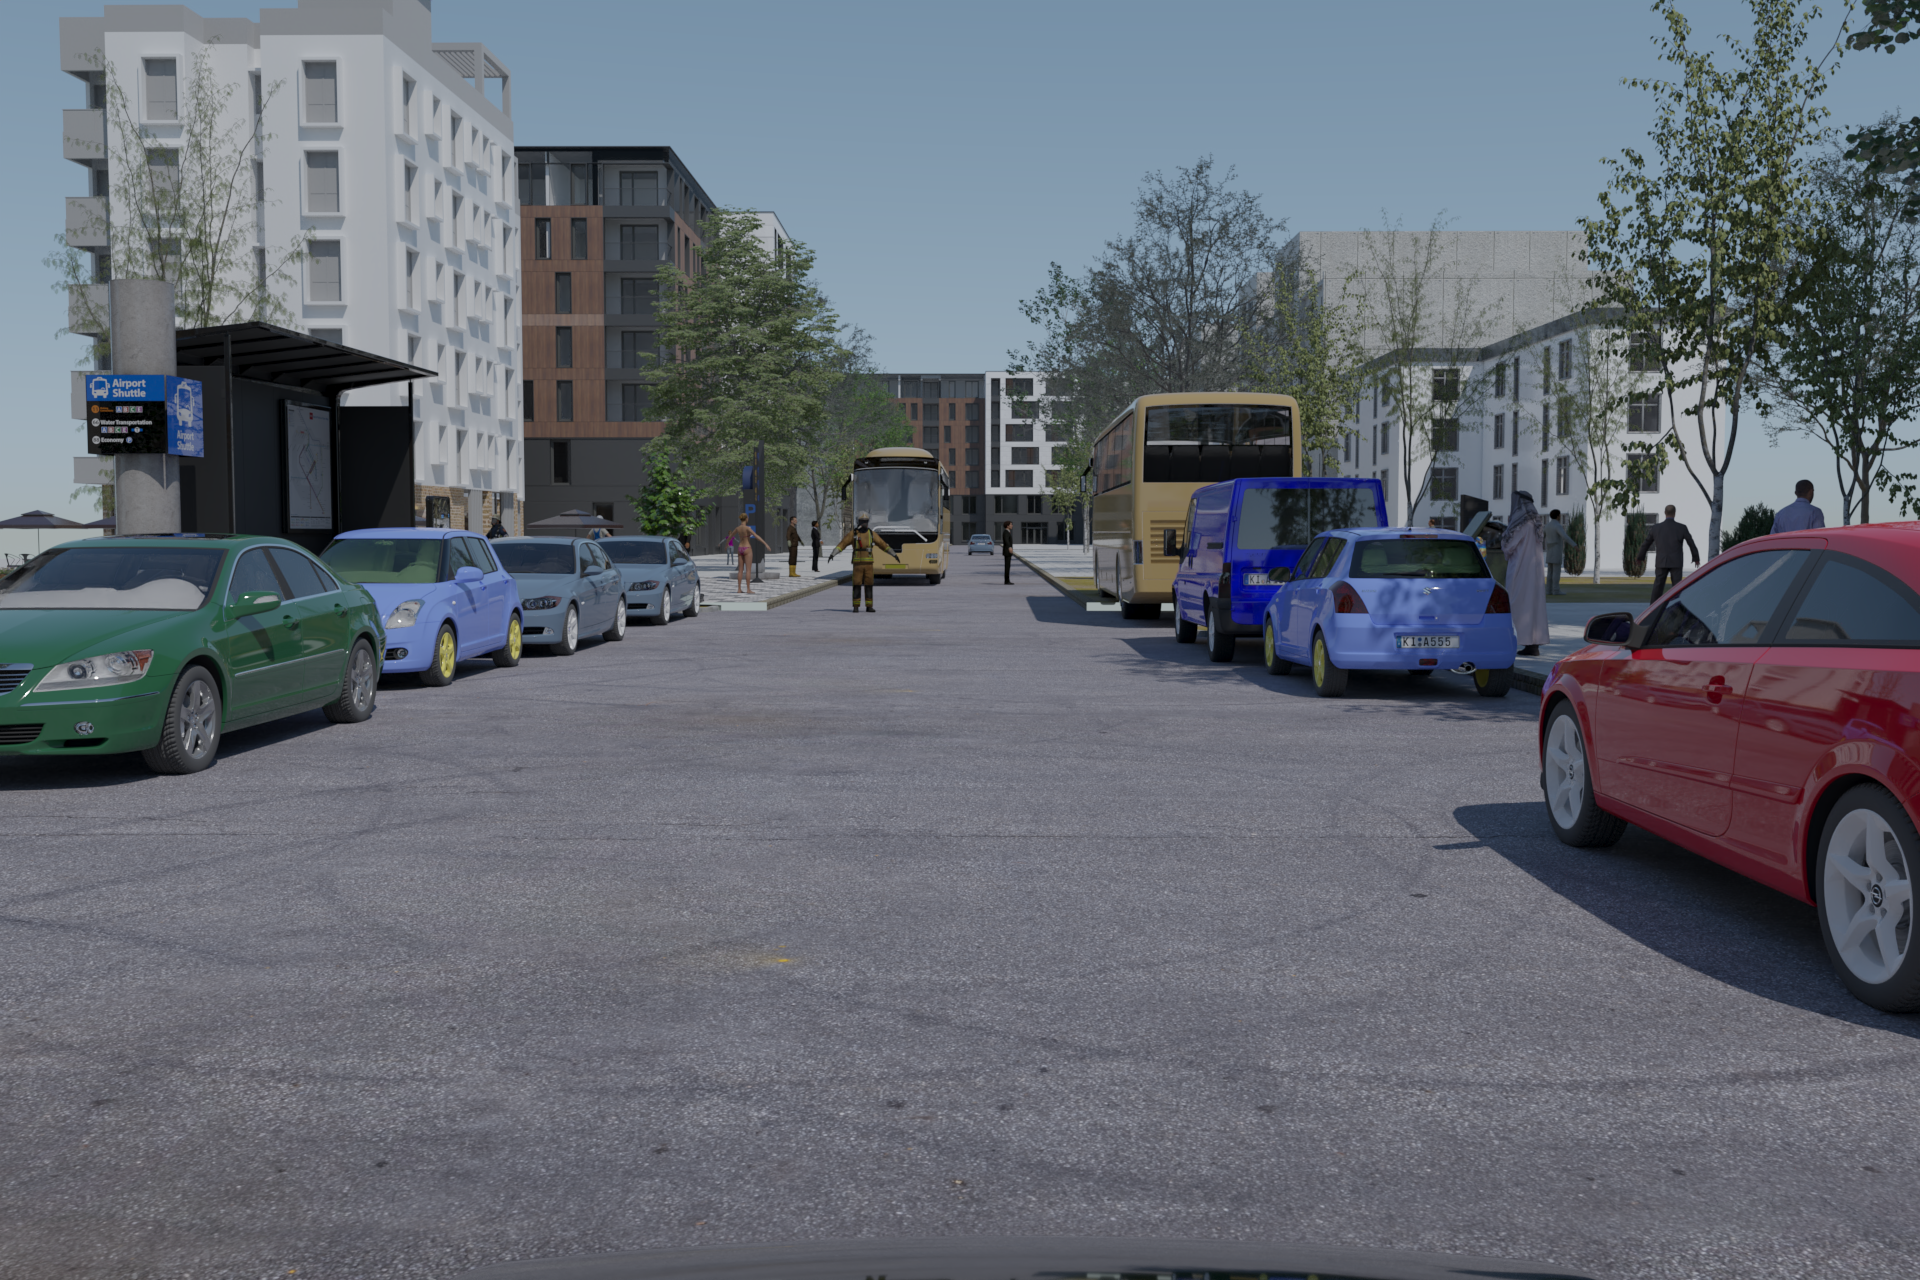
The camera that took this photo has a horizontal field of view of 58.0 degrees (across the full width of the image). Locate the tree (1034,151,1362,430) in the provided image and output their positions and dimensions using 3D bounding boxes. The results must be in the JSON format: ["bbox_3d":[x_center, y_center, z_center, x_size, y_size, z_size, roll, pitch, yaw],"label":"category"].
[{"bbox_3d":[7.517,-8.946,56.636,12.009,13.543,11.850,0,3,0],"label":"tree"}]

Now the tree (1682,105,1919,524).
[{"bbox_3d":[26.612,-8.584,50.724,12.009,13.543,11.850,0,3,0],"label":"tree"}]

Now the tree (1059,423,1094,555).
[{"bbox_3d":[7.740,-9.460,105.028,4.737,8.622,4.395,0,3,0],"label":"tree"}]

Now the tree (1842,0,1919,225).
[{"bbox_3d":[10.032,-6.376,10.899,9.857,13.997,8.962,0,3,0],"label":"tree"}]

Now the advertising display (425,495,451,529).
[{"bbox_3d":[-8.832,-1.477,29.358,0.123,1.923,0.974,0,4,1],"label":"advertising display"}]

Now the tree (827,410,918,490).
[{"bbox_3d":[-6.509,-12.735,133.972,9.928,11.665,9.643,0,3,0],"label":"tree"}]

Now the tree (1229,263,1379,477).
[{"bbox_3d":[9.327,-5.861,46.186,4.737,8.622,4.395,0,3,0],"label":"tree"}]

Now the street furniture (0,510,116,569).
[{"bbox_3d":[-31.716,-2.515,46.144,27.439,1.986,14.083,1,4,14],"label":"street furniture"}]

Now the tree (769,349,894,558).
[{"bbox_3d":[-7.575,-10.298,94.119,9.928,11.665,9.643,0,3,0],"label":"tree"}]

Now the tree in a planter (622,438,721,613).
[{"bbox_3d":[-5.527,-2.143,32.268,1.991,3.239,1.994,0,4,1],"label":"tree in a planter"}]

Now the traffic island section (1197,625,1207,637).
[{"bbox_3d":[4.149,-0.125,24.903,1.991,0.108,1.994,0,4,1],"label":"traffic island section"}]

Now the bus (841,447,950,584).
[{"bbox_3d":[-1.678,-3.747,52.805,2.896,3.916,12.252,0,4,1],"label":"bus"}]

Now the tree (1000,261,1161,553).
[{"bbox_3d":[8.551,-16.125,119.534,12.611,20.169,13.585,0,3,0],"label":"tree"}]

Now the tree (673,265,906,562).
[{"bbox_3d":[-7.679,-10.296,78.710,12.009,13.543,11.850,0,3,0],"label":"tree"}]

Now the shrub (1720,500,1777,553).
[{"bbox_3d":[18.775,-2.249,40.811,1.661,2.075,1.752,0,3,0],"label":"shrub"}]

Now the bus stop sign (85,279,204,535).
[{"bbox_3d":[-8.560,-1.788,18.243,0.837,3.901,0.837,0,4,1],"label":"bus stop sign"}]

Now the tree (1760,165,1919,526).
[{"bbox_3d":[17.946,-5.158,34.693,4.737,8.622,4.395,0,3,0],"label":"tree"}]

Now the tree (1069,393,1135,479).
[{"bbox_3d":[7.505,-8.193,84.320,4.360,8.622,3.978,0,3,0],"label":"tree"}]

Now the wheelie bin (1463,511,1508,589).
[{"bbox_3d":[7.309,-0.998,24.228,0.693,1.594,0.980,0,4,1],"label":"wheelie bin"}]

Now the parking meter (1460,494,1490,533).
[{"bbox_3d":[7.600,-1.216,25.585,0.399,1.863,0.255,0,4,1],"label":"parking meter"}]

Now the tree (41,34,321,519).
[{"bbox_3d":[-11.709,-4.605,25.650,4.360,8.622,3.978,0,3,0],"label":"tree"}]

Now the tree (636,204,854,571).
[{"bbox_3d":[-7.605,-8.720,60.696,7.486,12.596,7.792,0,3,0],"label":"tree"}]

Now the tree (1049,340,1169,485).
[{"bbox_3d":[8.395,-10.102,90.918,9.928,11.665,9.643,0,3,0],"label":"tree"}]

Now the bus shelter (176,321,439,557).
[{"bbox_3d":[-8.509,-1.894,22.247,1.731,3.624,6.357,0,4,1],"label":"bus shelter"}]

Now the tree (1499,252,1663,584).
[{"bbox_3d":[16.734,-5.767,44.654,4.360,8.622,3.978,0,3,0],"label":"tree"}]

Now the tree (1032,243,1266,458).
[{"bbox_3d":[8.207,-9.928,72.699,12.009,13.543,11.850,0,3,0],"label":"tree"}]

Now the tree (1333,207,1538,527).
[{"bbox_3d":[10.167,-5.461,39.656,4.360,8.622,3.978,0,3,0],"label":"tree"}]

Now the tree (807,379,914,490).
[{"bbox_3d":[-6.759,-11.751,117.890,9.928,11.665,9.643,0,3,0],"label":"tree"}]

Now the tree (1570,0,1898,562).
[{"bbox_3d":[9.716,-4.390,22.135,4.737,8.622,4.395,0,3,0],"label":"tree"}]

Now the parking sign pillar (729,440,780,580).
[{"bbox_3d":[-5.845,-3.713,49.182,1.447,3.967,1.447,0,4,2],"label":"parking sign pillar"}]

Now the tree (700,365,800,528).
[{"bbox_3d":[-8.062,-7.299,69.699,4.360,8.622,3.978,0,3,0],"label":"tree"}]

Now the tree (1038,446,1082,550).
[{"bbox_3d":[8.467,-11.525,138.790,4.737,8.622,4.395,0,3,0],"label":"tree"}]

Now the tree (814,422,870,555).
[{"bbox_3d":[-7.377,-9.658,108.273,4.737,8.622,4.395,0,3,0],"label":"tree"}]

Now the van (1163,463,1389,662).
[{"bbox_3d":[3.757,-1.017,21.016,2.240,2.365,5.245,0,4,0],"label":"van"}]
